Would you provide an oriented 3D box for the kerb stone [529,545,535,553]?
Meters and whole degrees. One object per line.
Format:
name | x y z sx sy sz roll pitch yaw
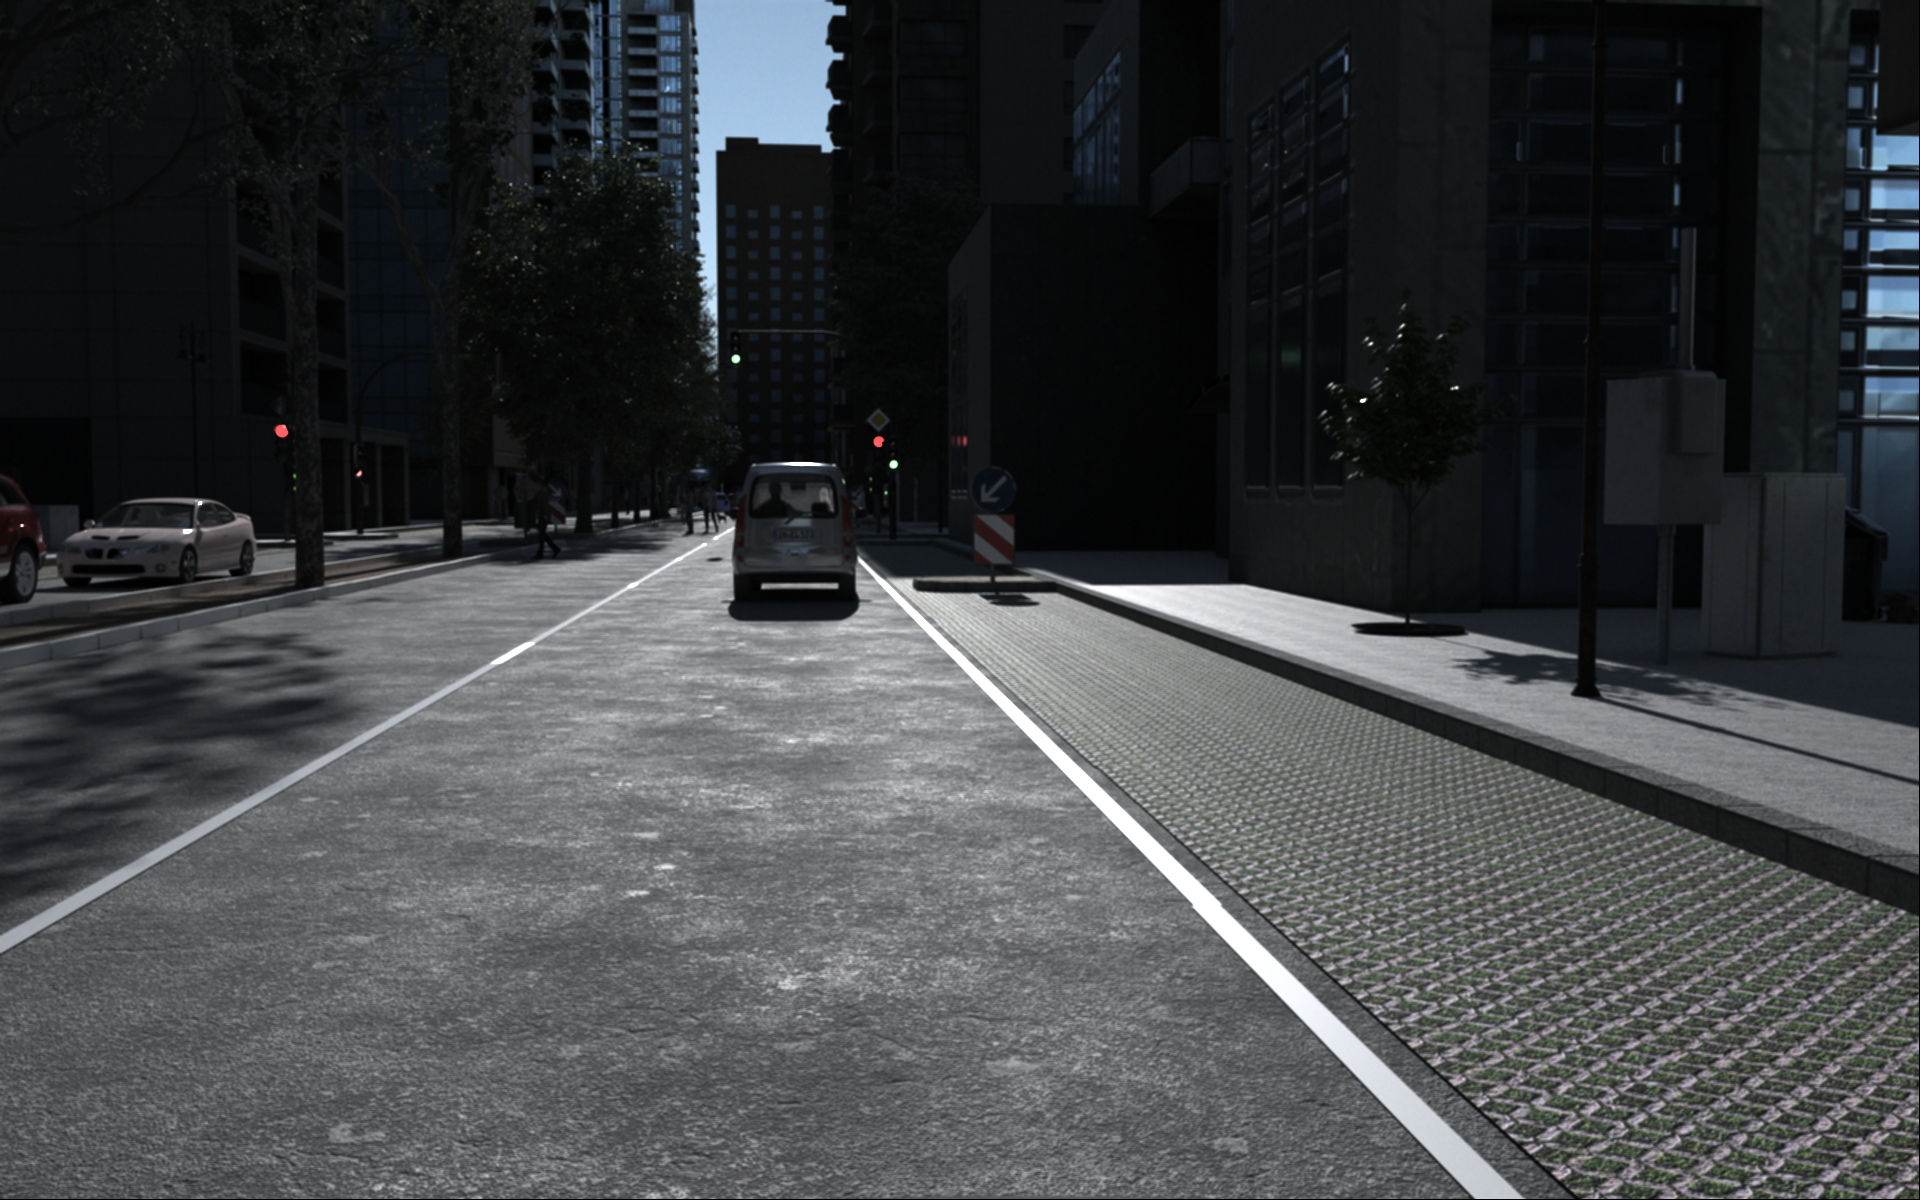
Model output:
kerb stone | -10.521 -1.211 42.054 0.120 0.150 1.000 0 4 -5

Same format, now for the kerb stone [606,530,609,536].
kerb stone | -12.140 -2.245 58.899 0.120 0.150 1.000 0 4 -5

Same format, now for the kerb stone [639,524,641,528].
kerb stone | -13.321 -2.995 71.156 0.120 0.150 1.000 0 4 -5

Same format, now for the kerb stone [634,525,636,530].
kerb stone | -13.125 -2.870 69.118 0.120 0.150 1.000 0 4 -5

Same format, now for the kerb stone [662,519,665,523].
kerb stone | -14.602 -3.808 84.451 0.120 0.150 1.000 0 4 -5

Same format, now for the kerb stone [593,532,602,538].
kerb stone | -11.946 -2.120 56.862 0.120 0.150 1.000 0 4 -5

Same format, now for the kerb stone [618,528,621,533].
kerb stone | -12.529 -2.492 62.972 0.120 0.150 1.000 0 4 -5

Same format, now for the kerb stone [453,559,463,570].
kerb stone | -9.635 -0.648 32.874 0.120 0.150 1.000 0 4 -5

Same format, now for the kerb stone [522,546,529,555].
kerb stone | -10.415 -1.152 41.037 0.120 0.150 1.000 0 4 -5

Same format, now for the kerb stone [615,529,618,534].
kerb stone | -12.437 -2.432 61.954 0.120 0.150 1.000 0 4 -5

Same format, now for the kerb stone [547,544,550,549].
kerb stone | -10.813 -1.401 45.124 0.120 0.150 1.000 0 4 -5

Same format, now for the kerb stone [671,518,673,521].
kerb stone | -15.081 -4.120 89.559 0.120 0.150 1.000 0 4 -5

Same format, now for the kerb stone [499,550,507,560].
kerb stone | -10.131 -0.963 37.979 0.120 0.150 1.000 0 4 -5

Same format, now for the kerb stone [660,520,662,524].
kerb stone | -14.400 -3.683 82.407 0.120 0.150 1.000 0 4 -5

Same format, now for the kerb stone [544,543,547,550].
kerb stone | -10.721 -1.340 44.100 0.120 0.150 1.000 0 4 -5

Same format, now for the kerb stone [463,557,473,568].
kerb stone | -9.738 -0.715 33.890 0.120 0.150 1.000 0 4 -5

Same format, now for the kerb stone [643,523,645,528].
kerb stone | -13.519 -3.120 73.214 0.120 0.150 1.000 0 4 -5

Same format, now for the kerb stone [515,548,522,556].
kerb stone | -10.325 -1.090 40.019 0.120 0.150 1.000 0 4 -5

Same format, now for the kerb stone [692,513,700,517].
kerb stone | -17.536 -5.674 115.102 0.120 0.150 1.000 0 4 -5

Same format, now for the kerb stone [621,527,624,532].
kerb stone | -12.636 -2.557 63.997 0.120 0.150 1.000 0 4 -5

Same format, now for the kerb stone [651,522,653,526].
kerb stone | -13.903 -3.371 77.306 0.120 0.150 1.000 0 4 -5

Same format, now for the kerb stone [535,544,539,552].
kerb stone | -10.618 -1.277 43.077 0.120 0.150 1.000 0 4 -5

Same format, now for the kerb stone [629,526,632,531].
kerb stone | -12.926 -2.745 67.072 0.120 0.150 1.000 0 4 -5

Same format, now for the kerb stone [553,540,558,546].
kerb stone | -10.916 -1.465 46.144 0.120 0.150 1.000 0 4 -5

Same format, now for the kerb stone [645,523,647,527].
kerb stone | -13.614 -3.183 74.238 0.120 0.150 1.000 0 4 -5

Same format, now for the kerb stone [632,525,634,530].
kerb stone | -13.030 -2.799 68.093 0.120 0.150 1.000 0 4 -5

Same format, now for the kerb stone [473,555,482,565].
kerb stone | -9.839 -0.775 34.907 0.120 0.150 1.000 0 4 -5

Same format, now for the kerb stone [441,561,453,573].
kerb stone | -9.536 -0.591 31.853 0.120 0.150 1.000 0 4 -5

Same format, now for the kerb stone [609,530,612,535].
kerb stone | -12.240 -2.305 59.916 0.120 0.150 1.000 0 4 -5

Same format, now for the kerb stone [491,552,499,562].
kerb stone | -10.027 -0.900 36.950 0.120 0.150 1.000 0 4 -5

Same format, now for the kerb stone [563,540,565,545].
kerb stone | -11.109 -1.590 48.184 0.120 0.150 1.000 0 4 -5

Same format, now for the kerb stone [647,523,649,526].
kerb stone | -13.710 -3.245 75.256 0.120 0.150 1.000 0 4 -5

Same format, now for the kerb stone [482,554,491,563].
kerb stone | -9.936 -0.840 35.924 0.120 0.150 1.000 0 4 -5

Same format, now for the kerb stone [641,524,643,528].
kerb stone | -13.420 -3.049 72.187 0.120 0.150 1.000 0 4 -5

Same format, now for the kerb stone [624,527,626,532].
kerb stone | -12.730 -2.616 65.023 0.120 0.150 1.000 0 4 -5

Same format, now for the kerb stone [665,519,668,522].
kerb stone | -14.790 -3.930 86.498 0.120 0.150 1.000 0 4 -5

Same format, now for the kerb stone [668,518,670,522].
kerb stone | -14.888 -3.995 87.521 0.120 0.150 1.000 0 4 -5

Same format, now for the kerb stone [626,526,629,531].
kerb stone | -12.828 -2.679 66.048 0.120 0.150 1.000 0 4 -5

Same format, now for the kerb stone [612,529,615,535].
kerb stone | -12.328 -2.370 60.937 0.120 0.150 1.000 0 4 -5

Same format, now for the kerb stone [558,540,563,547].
kerb stone | -11.016 -1.527 47.162 0.120 0.150 1.000 0 4 -5

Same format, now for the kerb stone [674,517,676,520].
kerb stone | -15.275 -4.241 91.616 0.120 0.150 1.000 0 4 -5

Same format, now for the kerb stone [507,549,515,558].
kerb stone | -10.220 -1.028 38.997 0.120 0.150 1.000 0 4 -5

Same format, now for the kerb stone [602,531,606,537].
kerb stone | -12.046 -2.180 57.881 0.120 0.150 1.000 0 4 -5

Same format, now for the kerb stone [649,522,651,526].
kerb stone | -13.816 -3.308 76.278 0.120 0.150 1.000 0 4 -5

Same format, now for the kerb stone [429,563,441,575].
kerb stone | -9.442 -0.528 30.835 0.120 0.150 1.000 0 4 -5

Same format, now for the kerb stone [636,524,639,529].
kerb stone | -13.219 -2.932 70.136 0.120 0.150 1.000 0 4 -5
